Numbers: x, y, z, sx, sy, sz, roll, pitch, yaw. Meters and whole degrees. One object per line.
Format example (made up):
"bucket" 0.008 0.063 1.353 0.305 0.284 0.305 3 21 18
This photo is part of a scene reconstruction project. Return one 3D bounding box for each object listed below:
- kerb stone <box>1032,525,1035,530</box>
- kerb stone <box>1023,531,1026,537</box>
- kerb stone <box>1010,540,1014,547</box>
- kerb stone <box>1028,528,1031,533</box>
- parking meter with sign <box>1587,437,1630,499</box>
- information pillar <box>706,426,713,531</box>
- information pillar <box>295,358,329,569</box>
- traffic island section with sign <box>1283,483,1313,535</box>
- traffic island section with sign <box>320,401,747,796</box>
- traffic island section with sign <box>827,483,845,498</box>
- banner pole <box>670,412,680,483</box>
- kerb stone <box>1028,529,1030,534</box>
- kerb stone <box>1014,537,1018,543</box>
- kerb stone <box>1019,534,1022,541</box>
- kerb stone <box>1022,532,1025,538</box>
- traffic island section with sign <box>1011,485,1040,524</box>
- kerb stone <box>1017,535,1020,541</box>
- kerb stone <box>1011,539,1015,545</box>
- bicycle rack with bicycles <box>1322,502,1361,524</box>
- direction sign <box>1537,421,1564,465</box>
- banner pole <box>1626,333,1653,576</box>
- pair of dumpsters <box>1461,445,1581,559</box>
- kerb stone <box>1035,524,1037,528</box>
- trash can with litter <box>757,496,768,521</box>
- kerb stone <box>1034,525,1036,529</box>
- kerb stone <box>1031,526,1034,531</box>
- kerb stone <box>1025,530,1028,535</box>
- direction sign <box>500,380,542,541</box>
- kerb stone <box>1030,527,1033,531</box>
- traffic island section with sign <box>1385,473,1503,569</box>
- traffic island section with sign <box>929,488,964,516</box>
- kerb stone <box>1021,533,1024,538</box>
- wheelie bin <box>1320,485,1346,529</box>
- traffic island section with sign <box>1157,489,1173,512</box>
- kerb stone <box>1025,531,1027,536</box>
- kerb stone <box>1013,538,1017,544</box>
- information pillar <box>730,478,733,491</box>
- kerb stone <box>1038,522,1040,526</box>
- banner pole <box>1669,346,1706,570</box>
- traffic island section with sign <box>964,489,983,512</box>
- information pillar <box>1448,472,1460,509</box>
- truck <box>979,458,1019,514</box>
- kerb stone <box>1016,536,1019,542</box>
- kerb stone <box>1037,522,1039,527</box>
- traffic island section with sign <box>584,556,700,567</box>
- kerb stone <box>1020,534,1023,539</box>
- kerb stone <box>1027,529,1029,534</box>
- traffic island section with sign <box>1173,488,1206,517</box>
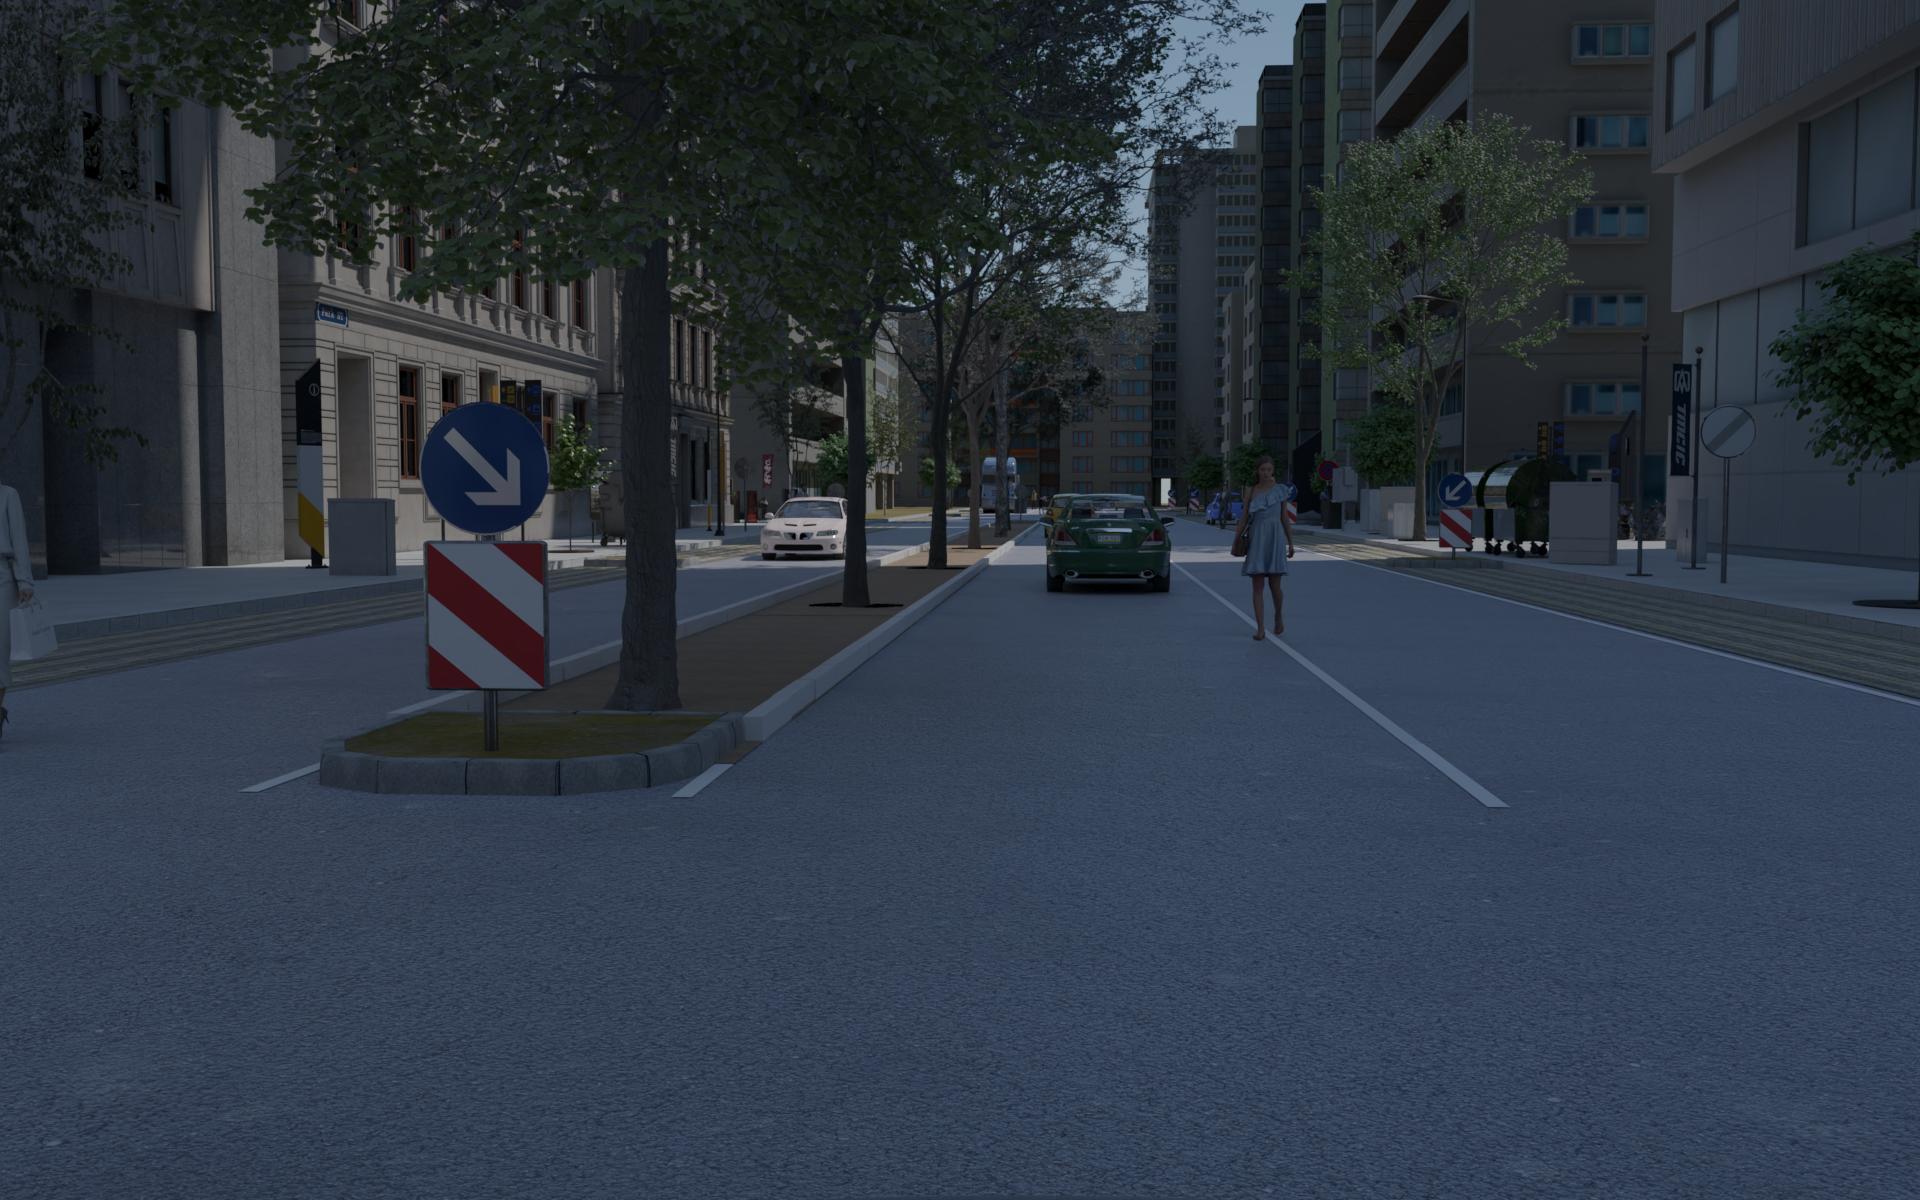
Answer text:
"kerb stone" 2.683 -2.664 65.760 0.120 0.150 1.000 0 4 4
"kerb stone" 1.971 -2.038 55.513 0.120 0.150 1.000 0 4 4
"kerb stone" 1.256 -1.411 45.269 0.120 0.150 1.000 0 4 4
"kerb stone" 2.329 -2.352 60.647 0.120 0.150 1.000 0 4 4
"parking meter with sign" 19.806 -3.515 53.735 1.738 3.016 0.543 1 4 17
"information pillar" -8.647 -4.182 59.733 0.183 3.616 0.504 0 4 -3
"information pillar" -11.129 -2.344 29.687 0.183 3.616 0.504 2 4 30
"traffic island section with sign" 11.322 -3.199 60.928 1.989 1.847 2.006 0 4 4
"traffic island section with sign" -2.293 -0.064 9.178 2.006 1.907 1.989 0 4 4
"traffic island section with sign" -4.427 -3.247 61.719 1.989 1.847 2.006 0 4 4
"banner pole" -7.785 -3.457 46.542 0.401 3.779 0.863 -3 5 -43
"kerb stone" 2.252 -2.287 59.627 0.120 0.150 1.000 0 4 4
"kerb stone" 1.471 -1.601 48.365 0.120 0.150 1.000 0 4 4
"kerb stone" 1.682 -1.786 51.429 0.120 0.150 1.000 0 4 4
"kerb stone" 1.902 -1.975 54.489 0.120 0.150 1.000 0 4 4
"traffic island section with sign" 2.920 -4.648 84.136 2.006 1.907 1.989 0 4 4
"kerb stone" 1.609 -1.718 50.410 0.120 0.150 1.000 0 4 4
"kerb stone" 1.327 -1.475 46.305 0.120 0.150 1.000 0 4 4
"bicycle rack with bicycles" 16.772 -3.833 76.045 2.852 0.926 2.925 0 4 1
"direction sign" 18.459 -3.805 54.202 0.379 3.537 0.876 -3 5 -44
"banner pole" 10.734 -2.277 27.246 0.401 3.779 0.863 1 4 22
"pair of dumpsters" 11.697 -2.072 36.368 1.574 2.255 4.437 0 4 4
"kerb stone" 2.899 -2.852 68.831 0.120 0.150 1.000 0 4 4
"trash can with litter" -9.648 -4.344 82.415 1.055 1.170 0.624 0 4 -1
"kerb stone" 2.755 -2.727 66.781 0.120 0.150 1.000 0 4 4
"kerb stone" 2.542 -2.539 63.715 0.120 0.150 1.000 0 4 4
"kerb stone" 2.114 -2.163 57.572 0.120 0.150 1.000 0 4 4
"direction sign" -8.705 -2.594 34.414 0.876 3.537 0.379 1 4 11
"kerb stone" 2.477 -2.476 62.695 0.120 0.150 1.000 0 4 4
"traffic island section with sign" 9.457 -1.554 34.037 1.989 1.847 2.006 0 4 4
"traffic island section with sign" -0.957 -6.296 111.562 1.989 1.847 2.006 0 4 4
"kerb stone" 1.824 -1.913 53.469 0.120 0.150 1.000 0 4 4
"wheelie bin" 13.630 -3.400 63.490 0.980 1.594 0.693 -1 4 -17
"traffic island section with sign" 16.649 -7.871 137.319 1.989 1.847 2.006 0 4 4
"kerb stone" 2.043 -2.101 56.540 0.120 0.150 1.000 0 4 4
"kerb stone" 1.406 -1.526 47.333 0.120 0.150 1.000 0 4 4
"information pillar" -10.672 -4.625 80.106 0.304 2.012 0.304 -1 4 -16
"kerb stone" 3.187 -3.102 72.917 0.120 0.150 1.000 0 4 4
"banner pole" 12.329 -2.407 29.375 0.863 3.779 0.401 -2 4 -27
"traffic island section with sign" 0.960 -7.975 139.019 1.989 1.847 2.006 0 4 4
"information pillar" 16.476 -3.262 57.825 0.304 2.012 0.304 2 4 30
"truck" 3.303 -8.807 133.756 2.967 4.110 18.799 0 4 3
"kerb stone" 1.540 -1.663 49.390 0.120 0.150 1.000 0 4 4
"kerb stone" 3.106 -3.040 71.896 0.120 0.150 1.000 0 4 4
"traffic island section with sign" -6.309 -1.596 34.718 1.989 1.847 2.006 0 4 4
"kerb stone" 1.757 -1.850 52.449 0.120 0.150 1.000 0 4 4
"kerb stone" 2.184 -2.227 58.601 0.120 0.150 1.000 0 4 4
"traffic island section with sign" 14.773 -6.226 110.429 1.989 1.847 2.006 0 4 4
